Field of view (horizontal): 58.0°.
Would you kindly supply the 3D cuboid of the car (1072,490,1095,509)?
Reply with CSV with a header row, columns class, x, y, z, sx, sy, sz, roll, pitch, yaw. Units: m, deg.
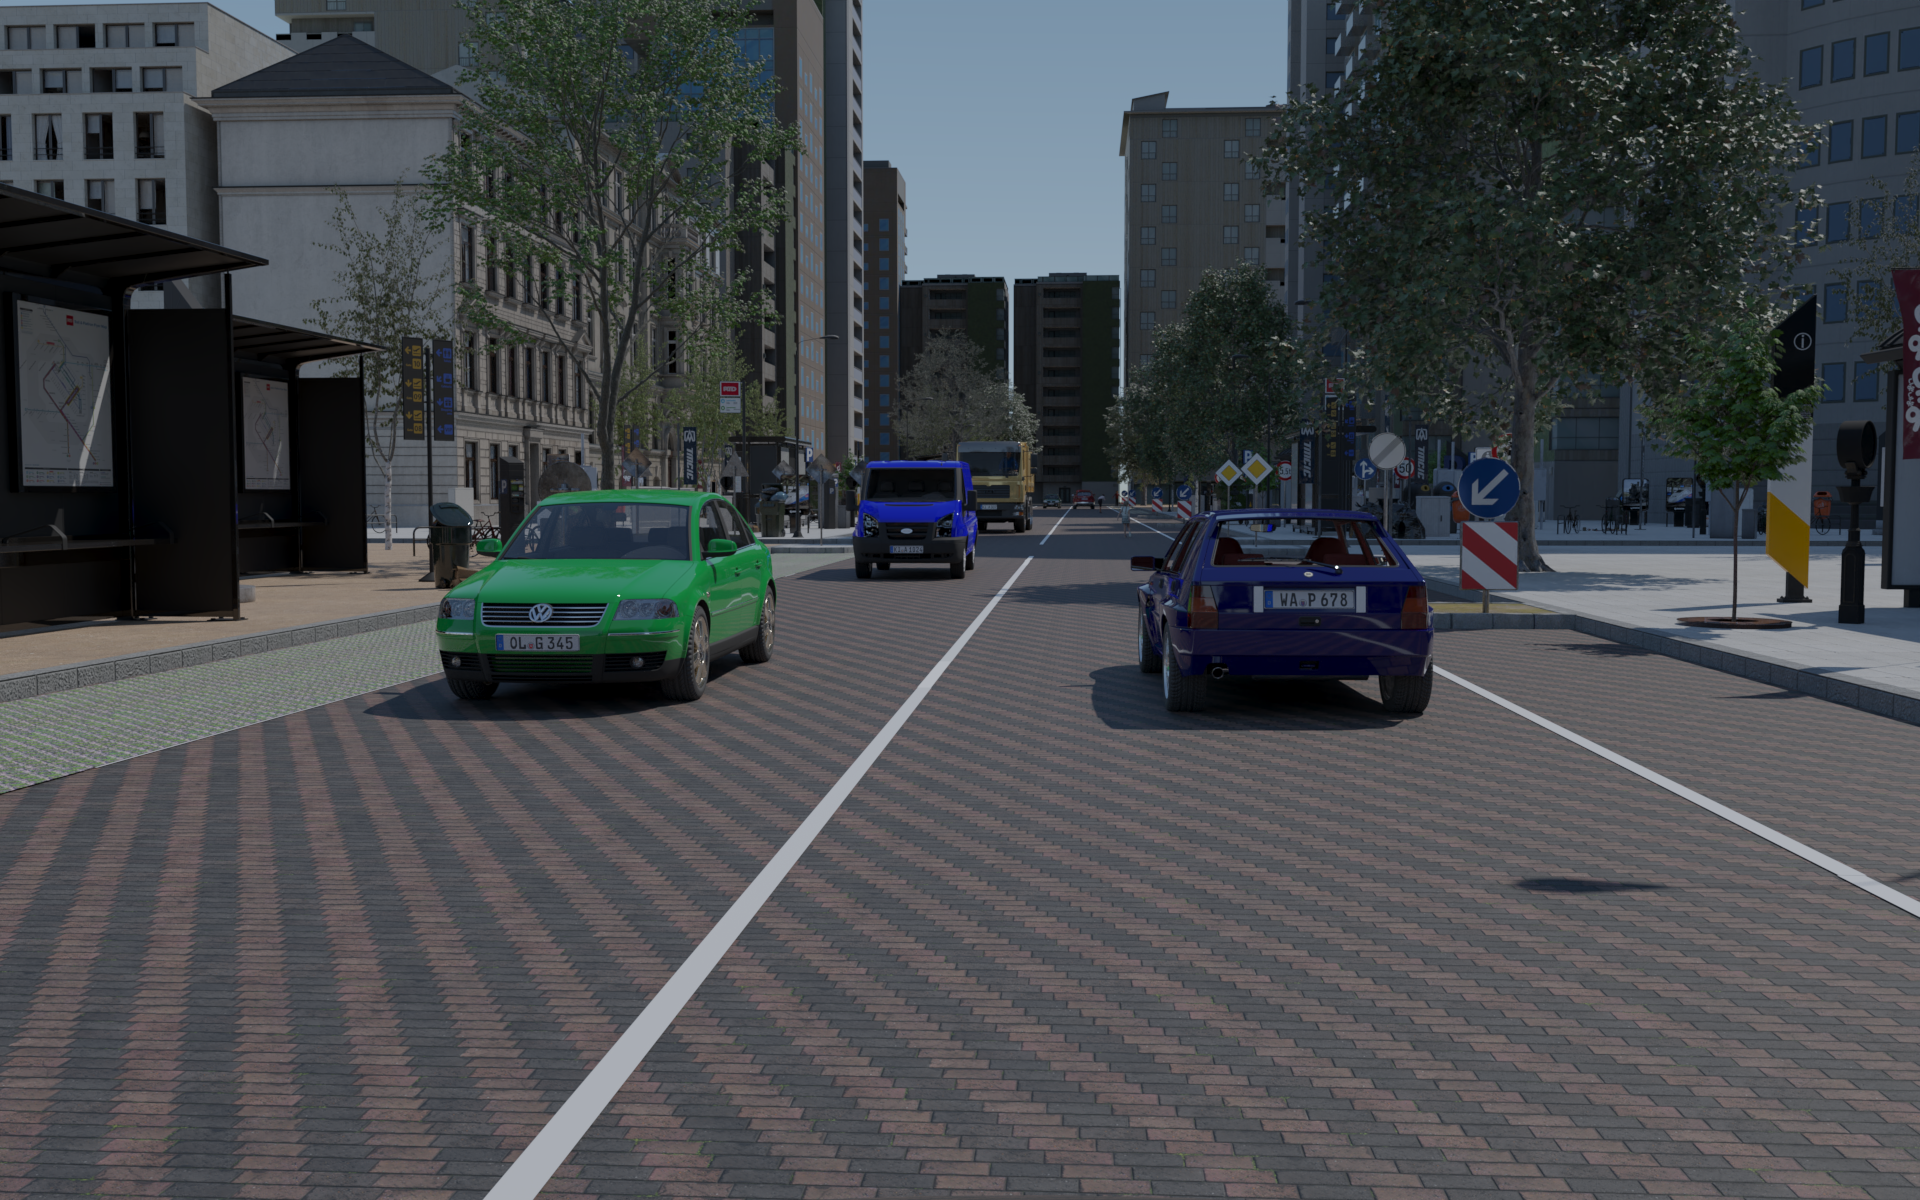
class,x,y,z,sx,sy,sz,roll,pitch,yaw
car,11.918,-9.675,166.862,2.281,1.827,5.304,0,4,2

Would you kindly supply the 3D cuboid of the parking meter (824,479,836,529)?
class,x,y,z,sx,sy,sz,roll,pitch,yaw
parking meter,-4.760,-3.525,63.351,0.399,1.863,0.255,-3,5,-44

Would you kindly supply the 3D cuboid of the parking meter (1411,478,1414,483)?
class,x,y,z,sx,sy,sz,roll,pitch,yaw
parking meter,16.626,-3.511,63.109,0.255,1.863,0.399,-2,4,-34

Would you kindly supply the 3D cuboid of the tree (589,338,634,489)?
class,x,y,z,sx,sy,sz,roll,pitch,yaw
tree,-14.755,-7.783,77.614,4.737,8.622,4.395,0,3,0

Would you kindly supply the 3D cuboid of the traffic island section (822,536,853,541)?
class,x,y,z,sx,sy,sz,roll,pitch,yaw
traffic island section,-2.888,-1.746,50.821,2.009,0.180,2.903,0,4,4

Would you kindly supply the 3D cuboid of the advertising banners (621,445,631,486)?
class,x,y,z,sx,sy,sz,roll,pitch,yaw
advertising banners,-12.558,-4.022,61.950,2.074,3.025,0.090,1,4,18

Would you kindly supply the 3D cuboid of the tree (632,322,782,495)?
class,x,y,z,sx,sy,sz,roll,pitch,yaw
tree,-10.506,-7.468,72.462,4.737,8.622,4.395,0,3,0

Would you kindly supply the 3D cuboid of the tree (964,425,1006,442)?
class,x,y,z,sx,sy,sz,roll,pitch,yaw
tree,2.495,-13.388,169.259,4.737,8.622,4.395,0,3,0

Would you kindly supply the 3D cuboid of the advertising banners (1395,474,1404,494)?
class,x,y,z,sx,sy,sz,roll,pitch,yaw
advertising banners,21.250,-5.273,82.409,2.074,3.025,0.090,-3,4,-39

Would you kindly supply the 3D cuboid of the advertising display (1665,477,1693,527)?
class,x,y,z,sx,sy,sz,roll,pitch,yaw
advertising display,28.029,-3.809,67.498,0.974,1.923,0.123,1,4,16

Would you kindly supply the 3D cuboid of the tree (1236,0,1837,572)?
class,x,y,z,sx,sy,sz,roll,pitch,yaw
tree,9.402,-6.814,28.417,9.611,12.733,9.660,0,3,0

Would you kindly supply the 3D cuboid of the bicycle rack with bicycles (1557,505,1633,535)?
class,x,y,z,sx,sy,sz,roll,pitch,yaw
bicycle rack with bicycles,20.377,-2.580,55.565,2.852,0.926,2.925,2,4,27

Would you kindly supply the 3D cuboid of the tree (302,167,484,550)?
class,x,y,z,sx,sy,sz,roll,pitch,yaw
tree,-13.136,-5.472,39.835,4.360,8.622,3.978,0,3,0

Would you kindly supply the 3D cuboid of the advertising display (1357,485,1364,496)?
class,x,y,z,sx,sy,sz,roll,pitch,yaw
advertising display,27.013,-6.873,117.585,0.123,1.923,0.974,-3,5,-43

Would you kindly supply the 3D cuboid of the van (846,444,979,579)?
class,x,y,z,sx,sy,sz,roll,pitch,yaw
van,-0.742,-1.635,31.124,2.240,2.365,5.245,0,4,3

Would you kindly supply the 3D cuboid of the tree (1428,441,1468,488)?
class,x,y,z,sx,sy,sz,roll,pitch,yaw
tree,30.139,-7.549,107.135,4.285,4.588,4.351,0,3,0

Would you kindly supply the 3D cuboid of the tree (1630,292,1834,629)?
class,x,y,z,sx,sy,sz,roll,pitch,yaw
tree,7.581,-1.351,16.693,1.663,3.219,1.824,0,3,0

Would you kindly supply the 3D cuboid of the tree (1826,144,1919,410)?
class,x,y,z,sx,sy,sz,roll,pitch,yaw
tree,20.740,-5.316,37.280,4.360,8.622,3.978,0,3,0

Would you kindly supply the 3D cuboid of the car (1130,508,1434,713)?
class,x,y,z,sx,sy,sz,roll,pitch,yaw
car,2.256,-0.008,12.718,1.945,1.354,3.894,0,4,2

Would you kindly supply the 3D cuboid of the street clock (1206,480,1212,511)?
class,x,y,z,sx,sy,sz,roll,pitch,yaw
street clock,13.185,-5.336,91.816,0.358,2.002,0.471,1,4,9

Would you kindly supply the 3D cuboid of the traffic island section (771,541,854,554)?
class,x,y,z,sx,sy,sz,roll,pitch,yaw
traffic island section,-3.449,-1.258,42.856,2.009,0.180,2.903,0,4,4

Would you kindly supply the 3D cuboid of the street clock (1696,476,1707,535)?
class,x,y,z,sx,sy,sz,roll,pitch,yaw
street clock,23.503,-3.068,54.733,0.471,2.002,0.358,2,4,27

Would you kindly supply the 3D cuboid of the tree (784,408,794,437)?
class,x,y,z,sx,sy,sz,roll,pitch,yaw
tree,-12.590,-9.896,112.168,4.737,8.622,4.395,0,3,0

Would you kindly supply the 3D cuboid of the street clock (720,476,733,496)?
class,x,y,z,sx,sy,sz,roll,pitch,yaw
street clock,-9.235,-3.909,68.476,0.471,2.002,0.358,-1,4,-20

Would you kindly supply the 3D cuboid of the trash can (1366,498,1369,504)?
class,x,y,z,sx,sy,sz,roll,pitch,yaw
trash can,14.970,-3.120,62.665,0.748,1.137,0.748,0,3,0

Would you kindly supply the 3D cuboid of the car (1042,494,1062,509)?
class,x,y,z,sx,sy,sz,roll,pitch,yaw
car,9.124,-9.894,171.553,2.009,1.686,4.222,0,4,6

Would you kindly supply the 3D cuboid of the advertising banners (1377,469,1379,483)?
class,x,y,z,sx,sy,sz,roll,pitch,yaw
advertising banners,28.619,-7.548,119.593,0.090,3.025,2.074,0,4,-3

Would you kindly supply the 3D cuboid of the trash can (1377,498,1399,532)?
class,x,y,z,sx,sy,sz,roll,pitch,yaw
trash can,13.847,-2.714,56.035,0.748,1.137,0.748,0,3,0

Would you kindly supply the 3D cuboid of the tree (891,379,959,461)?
class,x,y,z,sx,sy,sz,roll,pitch,yaw
tree,-2.004,-9.775,110.189,4.360,8.622,3.978,0,3,0

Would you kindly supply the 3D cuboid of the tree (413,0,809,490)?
class,x,y,z,sx,sy,sz,roll,pitch,yaw
tree,-6.548,-6.512,32.223,9.928,11.665,9.643,0,3,0

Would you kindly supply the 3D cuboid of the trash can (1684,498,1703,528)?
class,x,y,z,sx,sy,sz,roll,pitch,yaw
trash can,27.788,-3.300,65.600,0.748,1.137,0.748,0,3,0

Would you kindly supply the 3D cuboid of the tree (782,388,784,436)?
class,x,y,z,sx,sy,sz,roll,pitch,yaw
tree,-11.999,-8.225,84.837,4.737,8.622,4.395,0,3,0

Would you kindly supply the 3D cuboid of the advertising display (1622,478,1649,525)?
class,x,y,z,sx,sy,sz,roll,pitch,yaw
advertising display,27.706,-4.032,71.141,0.974,1.923,0.123,0,4,8

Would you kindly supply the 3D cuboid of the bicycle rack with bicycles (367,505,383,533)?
class,x,y,z,sx,sy,sz,roll,pitch,yaw
bicycle rack with bicycles,-19.903,-2.636,56.481,2.852,0.926,2.925,2,4,30

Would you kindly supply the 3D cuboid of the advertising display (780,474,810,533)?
class,x,y,z,sx,sy,sz,roll,pitch,yaw
advertising display,-5.375,-3.139,56.533,0.974,1.923,0.123,0,4,6

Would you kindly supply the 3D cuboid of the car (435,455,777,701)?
class,x,y,z,sx,sy,sz,roll,pitch,yaw
car,-2.583,-0.286,13.469,1.959,1.807,4.718,0,4,3

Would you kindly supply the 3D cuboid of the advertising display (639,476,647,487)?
class,x,y,z,sx,sy,sz,roll,pitch,yaw
advertising display,-11.741,-3.590,63.904,0.123,1.923,0.974,-2,4,-25

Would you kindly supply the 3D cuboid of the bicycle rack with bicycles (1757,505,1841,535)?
class,x,y,z,sx,sy,sz,roll,pitch,yaw
bicycle rack with bicycles,26.187,-2.524,54.643,2.925,0.926,2.852,-2,4,-29

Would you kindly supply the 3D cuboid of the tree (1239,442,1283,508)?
class,x,y,z,sx,sy,sz,roll,pitch,yaw
tree,11.098,-4.258,64.225,1.663,3.219,1.824,0,3,0

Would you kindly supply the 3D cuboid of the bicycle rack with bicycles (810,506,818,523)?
class,x,y,z,sx,sy,sz,roll,pitch,yaw
bicycle rack with bicycles,-6.371,-3.814,75.736,2.925,0.926,2.852,0,4,-6

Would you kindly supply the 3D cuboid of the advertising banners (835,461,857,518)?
class,x,y,z,sx,sy,sz,roll,pitch,yaw
advertising banners,-6.095,-5.967,93.747,0.090,3.025,2.074,2,4,35

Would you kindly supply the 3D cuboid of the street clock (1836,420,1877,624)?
class,x,y,z,sx,sy,sz,roll,pitch,yaw
street clock,8.842,-0.768,17.120,0.471,2.002,0.358,-3,5,-44

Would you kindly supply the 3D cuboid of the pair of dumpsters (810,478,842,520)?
class,x,y,z,sx,sy,sz,roll,pitch,yaw
pair of dumpsters,-6.827,-5.064,85.295,1.574,2.255,4.437,0,4,4

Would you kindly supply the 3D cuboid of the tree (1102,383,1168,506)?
class,x,y,z,sx,sy,sz,roll,pitch,yaw
tree,20.589,-17.521,193.126,9.857,13.997,8.962,0,3,0

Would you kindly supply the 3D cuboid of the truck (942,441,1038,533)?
class,x,y,z,sx,sy,sz,roll,pitch,yaw
truck,1.365,-4.295,66.142,3.469,3.379,9.791,0,4,5

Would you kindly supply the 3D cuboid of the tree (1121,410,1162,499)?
class,x,y,z,sx,sy,sz,roll,pitch,yaw
tree,18.694,-14.021,163.654,7.601,10.594,8.767,0,4,-7

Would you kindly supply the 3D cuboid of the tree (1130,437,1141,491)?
class,x,y,z,sx,sy,sz,roll,pitch,yaw
tree,19.998,-14.331,184.666,4.737,8.622,4.395,0,3,0

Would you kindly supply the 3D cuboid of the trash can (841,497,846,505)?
class,x,y,z,sx,sy,sz,roll,pitch,yaw
trash can,-5.838,-4.763,89.530,0.748,1.137,0.748,0,3,0

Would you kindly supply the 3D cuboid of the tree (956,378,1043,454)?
class,x,y,z,sx,sy,sz,roll,pitch,yaw
tree,4.203,-17.273,189.066,9.857,13.997,8.962,0,3,0

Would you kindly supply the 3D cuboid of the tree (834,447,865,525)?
class,x,y,z,sx,sy,sz,roll,pitch,yaw
tree,-4.627,-4.731,71.949,1.663,3.219,1.824,0,3,0

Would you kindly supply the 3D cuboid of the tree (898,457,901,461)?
class,x,y,z,sx,sy,sz,roll,pitch,yaw
tree,-3.033,-5.794,89.333,1.663,3.219,1.824,0,3,0

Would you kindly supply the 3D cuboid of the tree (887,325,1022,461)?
class,x,y,z,sx,sy,sz,roll,pitch,yaw
tree,-0.297,-13.133,125.099,12.009,13.543,11.850,0,3,0

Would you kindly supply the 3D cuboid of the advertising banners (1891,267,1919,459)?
class,x,y,z,sx,sy,sz,roll,pitch,yaw
advertising banners,8.219,-1.049,13.343,2.074,3.025,0.090,0,4,7

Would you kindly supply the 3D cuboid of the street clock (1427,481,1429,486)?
class,x,y,z,sx,sy,sz,roll,pitch,yaw
street clock,24.243,-5.235,90.170,0.358,2.002,0.471,1,4,22

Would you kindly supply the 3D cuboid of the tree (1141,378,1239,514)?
class,x,y,z,sx,sy,sz,roll,pitch,yaw
tree,13.440,-8.962,96.894,4.737,8.622,4.395,0,3,0

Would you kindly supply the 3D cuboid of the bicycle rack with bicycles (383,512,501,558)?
class,x,y,z,sx,sy,sz,roll,pitch,yaw
bicycle rack with bicycles,-9.786,-1.357,35.566,2.925,0.926,2.852,-3,5,-41

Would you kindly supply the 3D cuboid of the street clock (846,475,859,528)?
class,x,y,z,sx,sy,sz,roll,pitch,yaw
street clock,-4.127,-3.783,66.428,0.471,2.002,0.358,1,4,12

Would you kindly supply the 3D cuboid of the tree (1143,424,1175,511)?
class,x,y,z,sx,sy,sz,roll,pitch,yaw
tree,15.671,-10.949,129.379,4.360,8.622,3.978,0,3,0

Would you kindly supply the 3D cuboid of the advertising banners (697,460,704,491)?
class,x,y,z,sx,sy,sz,roll,pitch,yaw
advertising banners,-13.865,-5.673,88.947,2.074,3.025,0.090,2,4,35
